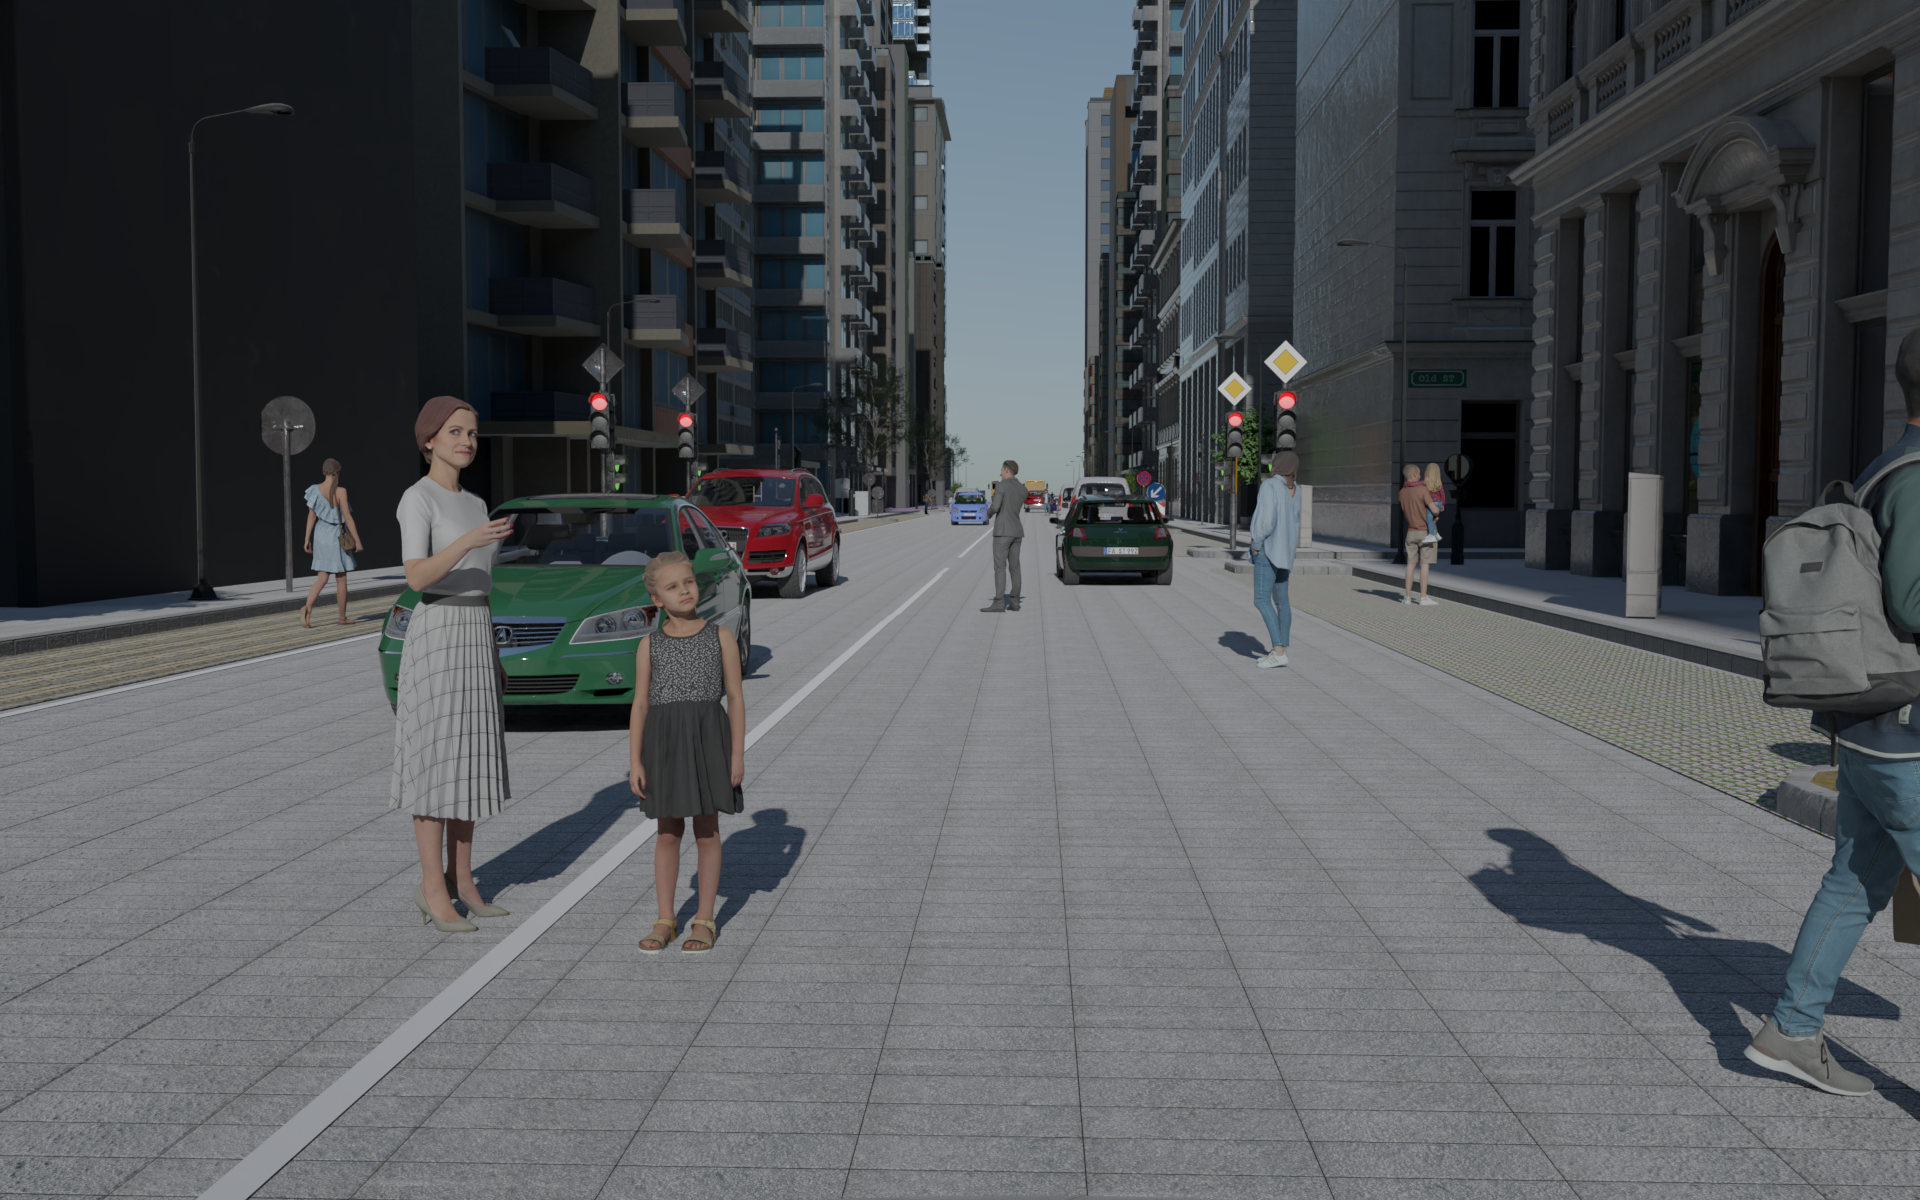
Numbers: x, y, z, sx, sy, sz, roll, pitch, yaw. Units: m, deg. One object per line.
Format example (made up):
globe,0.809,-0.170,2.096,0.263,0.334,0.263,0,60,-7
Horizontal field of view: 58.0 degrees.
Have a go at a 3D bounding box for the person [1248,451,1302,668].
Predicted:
person,2.655,-0.351,14.497,0.793,1.790,0.793,1,4,9

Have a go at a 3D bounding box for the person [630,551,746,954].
person,-0.857,0.472,5.454,0.362,1.253,0.373,0,4,4

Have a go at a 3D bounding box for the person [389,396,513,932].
person,-1.614,0.205,5.725,0.524,1.755,0.480,1,4,16

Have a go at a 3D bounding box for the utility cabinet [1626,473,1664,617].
utility cabinet,7.242,-0.586,18.267,0.318,1.500,1.173,2,4,24

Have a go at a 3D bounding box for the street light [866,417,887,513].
street light,-5.093,-8.060,104.324,1.470,5.913,1.316,0,4,2

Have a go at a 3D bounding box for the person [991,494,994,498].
person,4.633,-13.497,229.892,1.217,1.735,0.721,3,5,41

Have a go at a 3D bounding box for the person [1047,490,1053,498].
person,7.967,-9.238,159.177,1.348,1.869,0.705,1,4,11

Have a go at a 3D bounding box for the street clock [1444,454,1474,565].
street clock,9.029,-1.640,31.386,0.471,2.002,0.358,3,4,36

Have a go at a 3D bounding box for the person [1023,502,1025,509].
person,6.302,-9.639,166.227,1.348,1.807,0.705,-1,4,-11

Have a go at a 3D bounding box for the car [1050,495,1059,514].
car,7.435,-6.991,126.876,1.945,1.354,3.894,0,4,4

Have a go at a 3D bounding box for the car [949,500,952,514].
car,0.237,-6.899,125.164,2.083,1.381,4.827,0,4,2

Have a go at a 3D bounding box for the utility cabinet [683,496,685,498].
utility cabinet,-7.660,-2.300,48.768,0.306,1.237,1.020,1,4,16

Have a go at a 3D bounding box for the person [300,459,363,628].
person,-6.737,-0.611,18.586,0.616,1.811,0.778,1,4,18

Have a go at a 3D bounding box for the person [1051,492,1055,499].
person,13.941,-15.518,262.245,1.348,1.821,0.705,-1,4,-15

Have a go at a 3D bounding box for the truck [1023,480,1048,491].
truck,10.215,-14.647,235.401,3.469,3.379,9.791,0,4,3

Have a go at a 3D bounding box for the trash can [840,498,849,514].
trash can,-7.569,-6.215,113.262,0.748,1.137,0.748,0,3,0

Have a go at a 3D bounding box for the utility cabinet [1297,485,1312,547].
utility cabinet,8.070,-2.014,41.604,0.318,1.500,1.173,-1,4,-15

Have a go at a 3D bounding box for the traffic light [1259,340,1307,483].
traffic light,5.928,-2.621,31.771,0.839,4.253,0.868,0,4,2

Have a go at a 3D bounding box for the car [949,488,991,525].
car,0.482,-4.323,80.267,1.945,1.707,3.694,0,4,3

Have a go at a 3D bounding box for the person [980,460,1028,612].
person,0.513,-0.787,21.172,0.447,1.846,0.655,3,5,42

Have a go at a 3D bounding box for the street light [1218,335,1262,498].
street light,8.232,-4.780,50.701,1.470,5.913,1.316,0,4,2

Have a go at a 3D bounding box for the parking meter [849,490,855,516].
parking meter,-6.213,-5.576,99.579,0.372,1.533,0.369,0,3,0

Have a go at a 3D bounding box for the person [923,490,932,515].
person,-2.277,-6.825,120.808,0.721,1.735,1.217,-2,4,-27

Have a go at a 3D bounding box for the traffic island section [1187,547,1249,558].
traffic island section,6.300,-1.075,39.861,2.009,0.180,2.903,0,4,2

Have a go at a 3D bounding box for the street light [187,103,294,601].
street light,-8.627,-2.951,20.784,1.470,5.913,1.316,0,4,2

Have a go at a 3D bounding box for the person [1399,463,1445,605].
person,5.967,-0.848,22.340,0.580,1.828,0.573,0,4,6

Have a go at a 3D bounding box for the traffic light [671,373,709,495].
traffic light,-6.291,-3.140,40.254,0.839,4.253,0.868,0,4,2

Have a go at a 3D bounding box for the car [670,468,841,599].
car,-3.029,-1.025,25.426,2.281,1.827,5.304,0,4,4

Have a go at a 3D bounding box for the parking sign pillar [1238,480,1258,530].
parking sign pillar,10.826,-4.544,62.765,1.447,3.967,1.447,-2,4,-27

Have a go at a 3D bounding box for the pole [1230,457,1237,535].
pole,8.556,-3.686,54.113,0.158,3.312,0.155,0,3,0

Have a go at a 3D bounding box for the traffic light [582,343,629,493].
traffic light,-6.624,-2.652,32.276,0.839,4.253,0.868,0,4,2

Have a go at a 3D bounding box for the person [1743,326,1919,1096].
person,2.208,0.276,3.975,0.713,1.824,0.794,2,4,34

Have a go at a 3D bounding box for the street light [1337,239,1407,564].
street light,7.563,-3.618,31.690,1.470,5.913,1.316,0,4,2

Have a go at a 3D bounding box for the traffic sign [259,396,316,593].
traffic sign,-8.743,-1.370,22.507,0.768,2.556,0.104,0,4,6

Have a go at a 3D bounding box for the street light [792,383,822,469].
street light,-6.458,-6.126,72.698,1.470,5.913,1.316,0,4,2

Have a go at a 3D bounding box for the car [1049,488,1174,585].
car,2.496,-1.148,28.563,2.009,1.686,4.222,0,4,1

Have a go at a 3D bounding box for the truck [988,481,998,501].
truck,5.945,-15.794,254.149,3.469,3.379,9.791,0,4,3

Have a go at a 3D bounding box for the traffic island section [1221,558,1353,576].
traffic island section,5.967,-0.587,31.883,2.009,0.180,2.903,0,4,2

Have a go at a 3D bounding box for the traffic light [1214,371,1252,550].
traffic light,6.260,-3.109,39.749,0.839,4.253,0.868,0,4,2

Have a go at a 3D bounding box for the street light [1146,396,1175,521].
street light,9.538,-6.727,82.534,1.470,5.913,1.316,0,4,2

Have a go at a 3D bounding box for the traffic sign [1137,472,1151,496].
traffic sign,10.388,-5.976,97.808,0.768,2.556,0.104,0,4,7

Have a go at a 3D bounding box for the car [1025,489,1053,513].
car,6.113,-7.739,135.208,2.281,1.827,5.304,0,4,4

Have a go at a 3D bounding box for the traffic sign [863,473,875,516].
traffic sign,-5.404,-6.290,102.946,0.768,2.556,0.104,1,4,10

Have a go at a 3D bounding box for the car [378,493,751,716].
car,-2.609,-0.033,12.341,2.131,1.459,4.920,0,4,1

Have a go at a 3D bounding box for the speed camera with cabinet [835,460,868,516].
speed camera with cabinet,-6.365,-6.573,101.811,2.038,3.252,0.660,-3,5,-41

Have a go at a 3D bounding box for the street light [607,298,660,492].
street light,-7.779,-4.194,41.107,1.470,5.913,1.316,0,4,2

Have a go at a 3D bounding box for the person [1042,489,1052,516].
person,5.657,-6.381,113.175,0.623,1.781,0.721,0,4,-5
